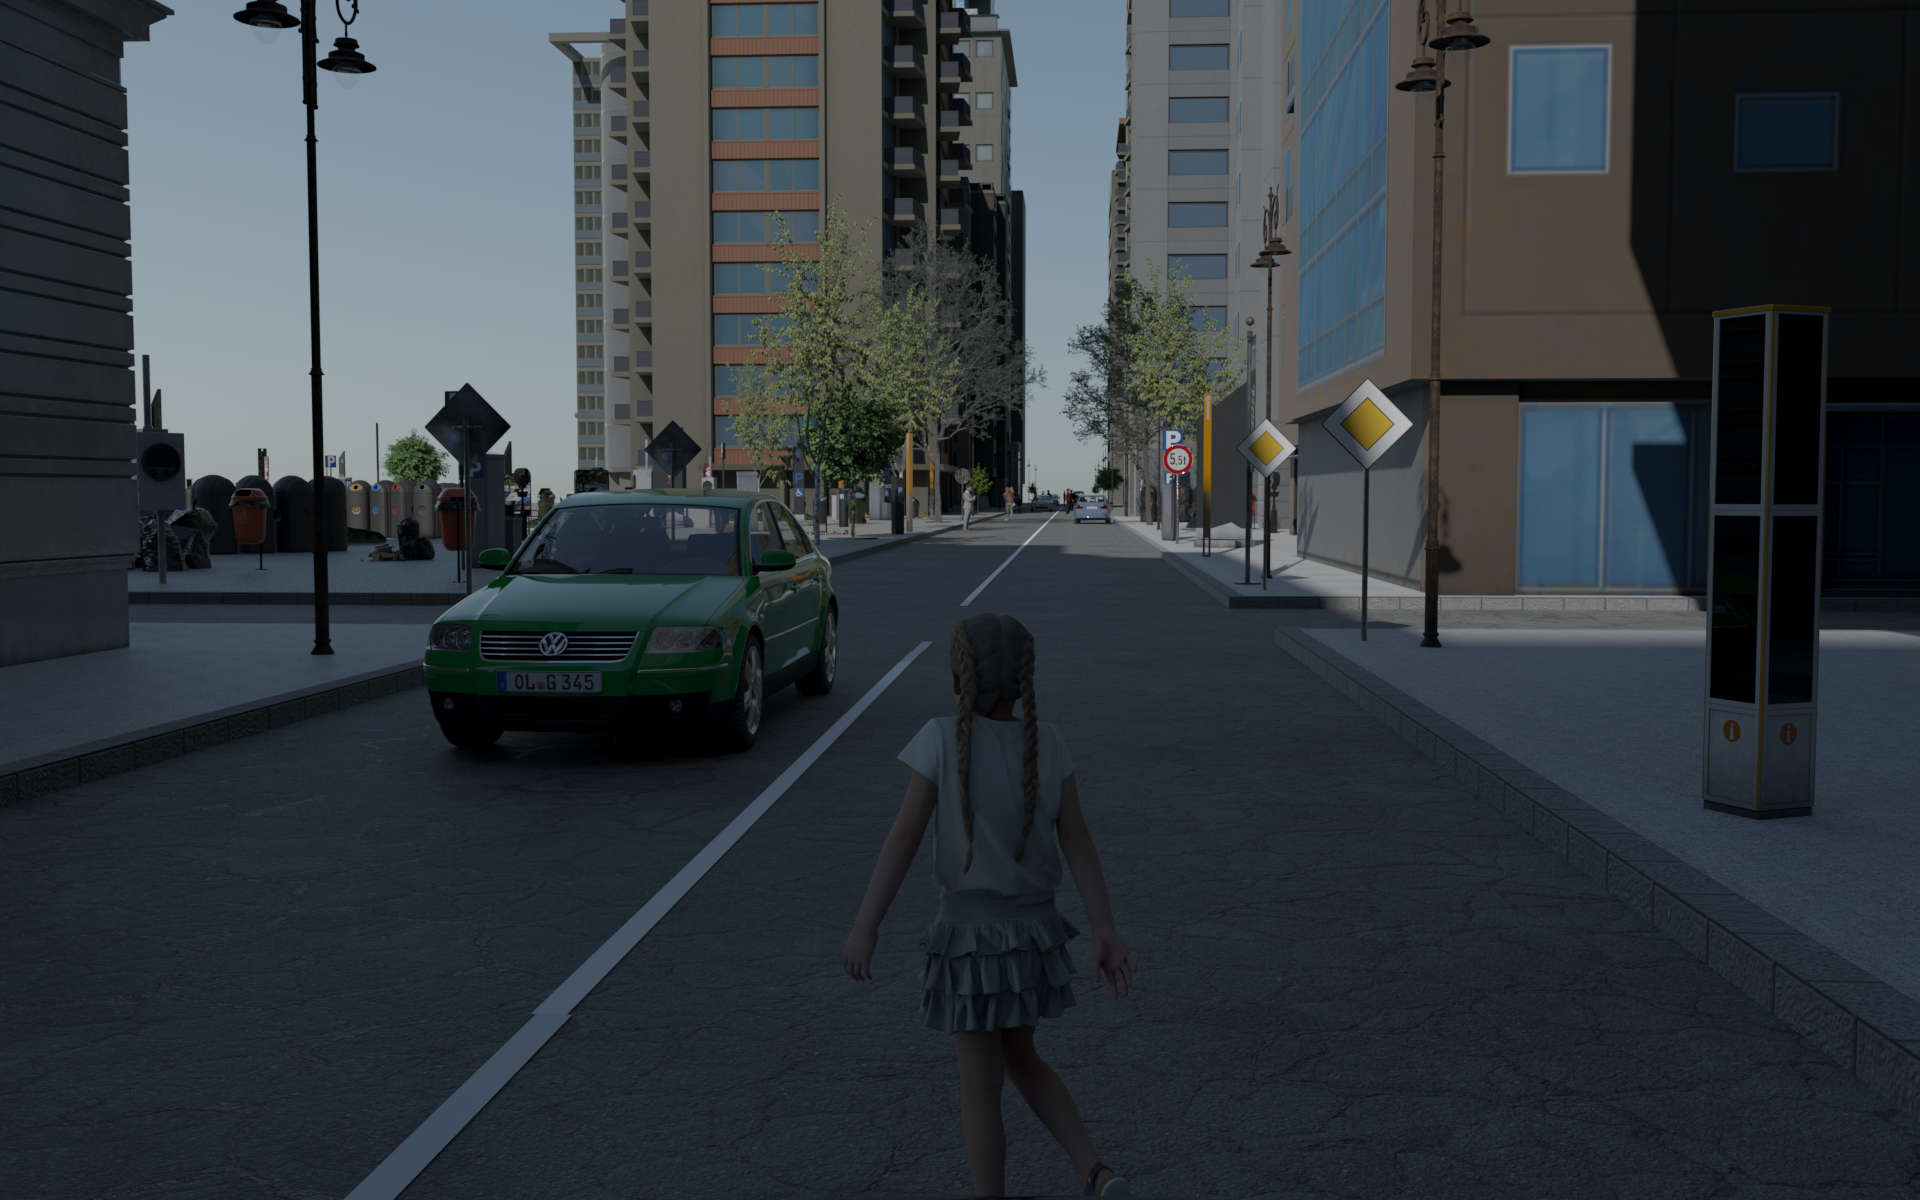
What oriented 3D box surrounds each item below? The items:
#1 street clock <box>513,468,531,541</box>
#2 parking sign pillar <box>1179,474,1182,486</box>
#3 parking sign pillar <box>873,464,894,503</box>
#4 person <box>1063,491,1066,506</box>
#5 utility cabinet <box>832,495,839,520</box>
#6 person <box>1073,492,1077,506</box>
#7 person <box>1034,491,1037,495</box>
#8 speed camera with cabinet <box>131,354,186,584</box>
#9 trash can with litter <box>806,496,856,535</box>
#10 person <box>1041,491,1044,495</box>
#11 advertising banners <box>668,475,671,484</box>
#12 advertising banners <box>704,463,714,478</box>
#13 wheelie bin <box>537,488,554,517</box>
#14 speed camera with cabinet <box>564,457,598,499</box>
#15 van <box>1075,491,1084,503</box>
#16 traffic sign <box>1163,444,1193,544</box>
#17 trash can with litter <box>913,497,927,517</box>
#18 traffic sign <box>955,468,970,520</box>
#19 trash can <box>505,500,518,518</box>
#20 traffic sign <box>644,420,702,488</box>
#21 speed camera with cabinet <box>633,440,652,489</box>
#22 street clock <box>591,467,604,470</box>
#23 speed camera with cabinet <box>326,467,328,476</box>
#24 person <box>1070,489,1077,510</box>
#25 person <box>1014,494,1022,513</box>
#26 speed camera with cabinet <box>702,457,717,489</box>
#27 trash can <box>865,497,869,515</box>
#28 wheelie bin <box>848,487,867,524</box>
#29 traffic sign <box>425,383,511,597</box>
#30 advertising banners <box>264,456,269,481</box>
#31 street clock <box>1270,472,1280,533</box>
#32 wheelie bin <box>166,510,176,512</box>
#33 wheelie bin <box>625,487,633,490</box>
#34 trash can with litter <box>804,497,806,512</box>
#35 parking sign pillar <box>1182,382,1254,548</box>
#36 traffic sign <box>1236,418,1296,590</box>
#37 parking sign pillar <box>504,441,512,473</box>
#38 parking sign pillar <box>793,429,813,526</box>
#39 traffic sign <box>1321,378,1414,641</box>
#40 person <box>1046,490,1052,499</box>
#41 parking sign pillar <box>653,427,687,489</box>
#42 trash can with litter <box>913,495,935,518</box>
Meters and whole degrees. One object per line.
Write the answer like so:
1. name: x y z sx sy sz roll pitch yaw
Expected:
1. street clock: -12.089 -2.648 47.863 0.358 2.002 0.471 2 4 28
2. parking sign pillar: 12.302 -6.656 97.292 1.447 3.967 1.447 -2 4 -30
3. parking sign pillar: -3.846 -6.027 87.014 1.447 3.967 1.447 3 4 36
4. person: 12.589 -12.207 208.108 0.705 1.821 1.348 1 4 13
5. utility cabinet: -6.052 -4.640 87.025 0.306 1.237 1.020 2 4 28
6. person: 13.272 -11.812 202.349 1.217 1.736 0.721 -3 4 -38
7. person: 8.519 -11.354 194.812 0.551 1.740 0.621 2 4 25
8. speed camera with cabinet: -11.888 -1.816 24.028 0.660 3.252 2.038 3 5 44
9. trash can with litter: -4.054 -2.676 54.803 2.233 1.210 1.678 -3 5 -43
10. person: 9.693 -11.815 201.756 0.705 1.814 1.350 -1 4 -23
11. advertising banners: -8.111 -3.126 47.297 0.090 3.025 2.074 -2 4 -24
12. advertising banners: -14.859 -6.191 97.413 2.074 3.025 0.090 0 4 7
13. wheelie bin: -21.415 -4.998 89.626 0.693 1.594 0.980 2 4 35
14. speed camera with cabinet: -20.305 -6.060 93.418 2.038 3.252 0.660 0 4 8
15. van: 16.162 -13.962 235.283 2.013 2.044 4.112 0 4 3
16. traffic sign: 5.590 -2.713 44.467 0.768 2.556 0.104 0 4 5
17. trash can with litter: -2.267 -5.160 95.754 1.055 1.170 0.624 0 4 0
18. traffic sign: 0.126 -5.232 85.648 0.768 2.556 0.104 0 4 5
19. trash can: -10.276 -1.658 38.763 0.748 1.137 0.748 0 3 0
20. traffic sign: -3.910 -1.221 23.614 0.795 2.450 0.064 0 4 4
21. speed camera with cabinet: -11.775 -4.225 63.420 0.660 3.252 2.038 -1 4 -21
22. street clock: -9.826 -2.596 47.017 0.358 2.002 0.471 1 4 17
23. speed camera with cabinet: -34.245 -5.954 91.686 2.038 3.252 0.660 1 4 11
24. person: 10.280 -9.298 160.153 1.348 1.869 0.705 3 4 36
25. person: 4.462 -7.437 133.320 0.697 1.427 0.421 2 4 26
26. speed camera with cabinet: -14.031 -6.001 92.446 2.038 3.252 0.660 1 4 11
27. trash can: -5.031 -5.143 95.749 0.748 1.137 0.748 0 3 0
28. wheelie bin: -4.437 -4.088 74.749 0.693 1.594 0.980 -3 5 -41
29. traffic sign: -4.442 -0.734 15.647 0.795 2.450 0.064 0 4 4
30. advertising banners: -32.490 -5.152 80.421 0.090 3.025 2.074 -3 5 -44
31. street clock: 10.253 -3.178 56.531 0.358 2.002 0.471 -1 4 -11
32. wheelie bin: -22.233 -2.487 48.566 0.693 1.594 0.980 0 4 -3
33. wheelie bin: -14.244 -4.133 75.479 0.980 1.594 0.693 -1 4 -21
34. trash can with litter: -8.759 -5.025 93.548 0.624 1.170 1.055 -3 4 -37
35. parking sign pillar: 6.391 -3.264 41.842 1.447 3.967 1.447 2 4 31
36. traffic sign: 4.065 -1.188 23.063 0.795 2.450 0.064 0 4 4
37. parking sign pillar: -22.981 -6.052 87.414 1.447 3.967 1.447 0 4 1
38. parking sign pillar: -6.476 -4.967 69.683 1.447 3.967 1.447 0 4 -5
39. traffic sign: 3.533 -0.701 15.096 0.795 2.450 0.064 0 4 4
40. person: 8.822 -10.100 173.262 0.705 1.869 1.348 3 5 43
41. parking sign pillar: -11.731 -4.984 69.954 1.447 3.967 1.447 1 4 14
42. trash can with litter: -1.851 -4.922 91.526 2.233 1.210 1.678 -2 4 -25
